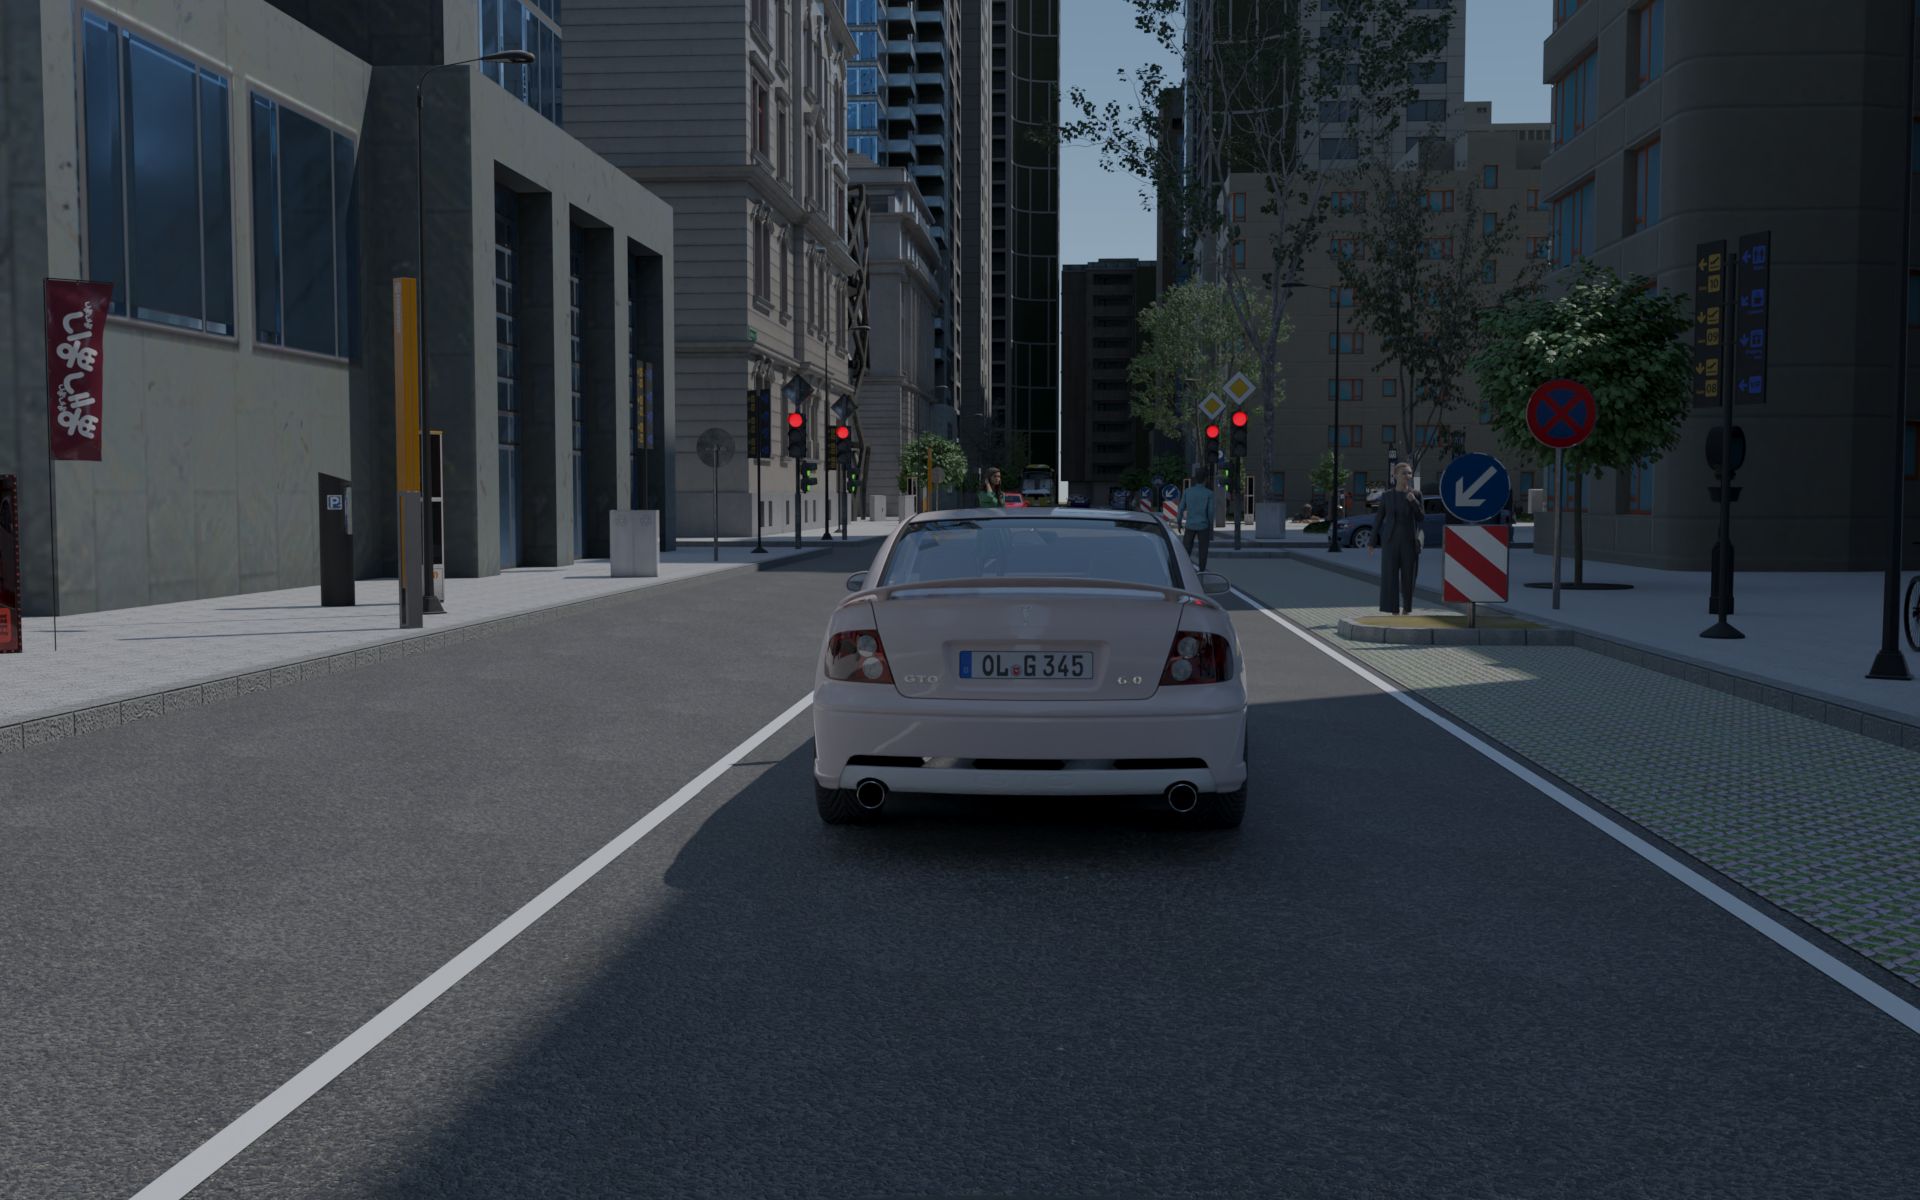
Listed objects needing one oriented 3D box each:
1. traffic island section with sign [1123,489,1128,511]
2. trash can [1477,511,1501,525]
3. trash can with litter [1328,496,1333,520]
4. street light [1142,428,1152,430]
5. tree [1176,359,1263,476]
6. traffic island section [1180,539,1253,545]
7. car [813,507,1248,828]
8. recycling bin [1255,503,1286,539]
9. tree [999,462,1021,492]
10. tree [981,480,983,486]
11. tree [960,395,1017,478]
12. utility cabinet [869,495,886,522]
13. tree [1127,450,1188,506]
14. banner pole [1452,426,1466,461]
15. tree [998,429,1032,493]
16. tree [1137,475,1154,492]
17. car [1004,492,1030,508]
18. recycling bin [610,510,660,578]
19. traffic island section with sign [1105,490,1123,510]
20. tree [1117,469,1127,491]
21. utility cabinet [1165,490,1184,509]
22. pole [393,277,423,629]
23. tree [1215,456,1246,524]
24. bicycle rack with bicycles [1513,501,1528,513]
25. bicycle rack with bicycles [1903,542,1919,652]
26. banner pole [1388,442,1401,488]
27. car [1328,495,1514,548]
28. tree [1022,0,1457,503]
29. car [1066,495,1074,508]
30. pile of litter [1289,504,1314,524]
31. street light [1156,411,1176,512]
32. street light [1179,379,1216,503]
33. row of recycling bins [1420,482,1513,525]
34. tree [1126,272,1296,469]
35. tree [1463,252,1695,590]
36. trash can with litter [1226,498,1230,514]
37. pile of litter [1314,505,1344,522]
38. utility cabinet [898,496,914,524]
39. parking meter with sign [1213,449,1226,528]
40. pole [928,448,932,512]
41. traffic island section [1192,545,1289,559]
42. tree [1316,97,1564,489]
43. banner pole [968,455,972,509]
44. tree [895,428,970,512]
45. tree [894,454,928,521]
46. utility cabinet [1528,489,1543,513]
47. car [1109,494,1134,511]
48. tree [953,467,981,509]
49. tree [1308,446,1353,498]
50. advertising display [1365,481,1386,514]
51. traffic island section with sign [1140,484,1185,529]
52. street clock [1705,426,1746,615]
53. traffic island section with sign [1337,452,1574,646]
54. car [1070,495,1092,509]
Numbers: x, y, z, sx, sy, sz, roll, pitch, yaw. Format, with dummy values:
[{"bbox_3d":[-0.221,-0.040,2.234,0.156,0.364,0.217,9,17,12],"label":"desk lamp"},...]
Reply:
[{"bbox_3d":[10.497,-5.542,99.240,1.989,1.847,2.006,0,4,4],"label":"traffic island section with sign"},{"bbox_3d":[11.253,-1.554,37.061,0.748,1.137,0.748,0,3,0],"label":"trash can"},{"bbox_3d":[13.448,-3.133,62.280,1.678,1.210,2.233,0,4,6],"label":"trash can with litter"},{"bbox_3d":[13.578,-9.165,122.395,1.470,5.913,1.316,0,4,4],"label":"street light"},{"bbox_3d":[13.368,-8.571,90.501,4.737,8.622,4.395,0,3,0],"label":"tree"},{"bbox_3d":[6.925,-1.551,47.642,2.009,0.180,2.903,0,4,4],"label":"traffic island section"},{"bbox_3d":[0.385,0.214,8.856,2.083,1.381,4.827,0,4,3],"label":"car"},{"bbox_3d":[8.887,-2.264,49.564,0.722,1.027,0.722,2,4,25],"label":"recycling bin"},{"bbox_3d":[5.009,-11.948,179.070,4.285,4.588,4.351,0,3,0],"label":"tree"},{"bbox_3d":[0.937,-7.967,124.864,1.663,3.219,1.824,0,3,0],"label":"tree"},{"bbox_3d":[2.199,-10.943,129.285,4.360,8.622,3.978,0,3,0],"label":"tree"},{"bbox_3d":[-3.834,-4.270,80.971,0.306,1.237,1.020,2,4,30],"label":"utility cabinet"},{"bbox_3d":[15.395,-8.821,127.934,4.285,4.588,4.351,0,3,0],"label":"tree"},{"bbox_3d":[18.316,-4.500,63.590,0.863,3.779,0.401,-2,4,-33],"label":"banner pole"},{"bbox_3d":[6.179,-14.797,192.294,4.737,8.622,4.395,0,3,0],"label":"tree"},{"bbox_3d":[16.862,-9.993,157.982,1.663,3.219,1.824,0,3,0],"label":"tree"},{"bbox_3d":[2.234,-4.441,81.645,2.155,1.783,4.494,0,4,4],"label":"car"},{"bbox_3d":[-5.058,-0.881,26.958,0.722,1.027,0.722,0,4,-7],"label":"recycling bin"},{"bbox_3d":[15.790,-10.245,176.138,1.989,1.847,2.006,0,4,4],"label":"traffic island section with sign"},{"bbox_3d":[19.200,-12.773,192.556,4.285,4.588,4.351,0,3,0],"label":"tree"},{"bbox_3d":[13.263,-6.012,106.975,1.173,1.500,0.318,-2,4,-25],"label":"utility cabinet"},{"bbox_3d":[-5.252,-1.384,16.476,0.158,3.312,0.155,0,3,0],"label":"pole"},{"bbox_3d":[11.747,-4.837,73.680,1.663,3.219,1.824,0,3,0],"label":"tree"},{"bbox_3d":[28.183,-4.667,89.686,2.852,0.926,2.925,2,4,35],"label":"bicycle rack with bicycles"},{"bbox_3d":[8.424,0.046,12.627,2.852,0.926,2.925,1,4,18],"label":"bicycle rack with bicycles"},{"bbox_3d":[20.875,-5.693,83.095,0.401,3.779,0.863,-3,5,-40],"label":"banner pole"},{"bbox_3d":[11.476,-1.913,43.272,4.499,1.417,2.014,0,4,2],"label":"car"},{"bbox_3d":[8.904,-12.264,56.404,12.611,20.169,13.585,0,3,0],"label":"tree"},{"bbox_3d":[11.715,-9.938,174.842,2.083,1.381,4.827,0,4,3],"label":"car"},{"bbox_3d":[15.273,-3.784,75.829,1.719,0.858,1.176,1,4,11],"label":"pile of litter"},{"bbox_3d":[11.753,-7.558,96.117,1.470,5.913,1.316,0,4,4],"label":"street light"},{"bbox_3d":[9.736,-5.963,70.033,1.470,5.913,1.316,0,4,4],"label":"street light"},{"bbox_3d":[17.470,-3.229,59.915,3.534,1.692,1.069,-1,4,-18],"label":"row of recycling bins"},{"bbox_3d":[11.381,-9.437,80.053,9.928,11.665,9.643,0,3,0],"label":"tree"},{"bbox_3d":[8.588,-2.449,23.753,4.285,4.588,4.351,0,3,0],"label":"tree"},{"bbox_3d":[13.590,-4.711,88.408,1.055,1.170,0.624,-3,5,-42],"label":"trash can with litter"},{"bbox_3d":[14.929,-3.286,67.695,1.719,0.858,1.176,0,4,1],"label":"pile of litter"},{"bbox_3d":[-2.204,-3.664,71.062,0.306,1.237,1.020,1,4,21],"label":"utility cabinet"},{"bbox_3d":[10.001,-4.317,66.838,0.543,3.016,1.738,0,4,3],"label":"parking meter with sign"},{"bbox_3d":[-1.336,-5.074,76.802,0.158,3.312,0.155,0,3,0],"label":"pole"},{"bbox_3d":[6.376,-1.064,39.676,2.009,0.180,2.903,0,4,4],"label":"traffic island section"},{"bbox_3d":[8.703,-5.024,32.503,4.360,8.622,3.978,0,3,0],"label":"tree"},{"bbox_3d":[0.633,-7.381,110.699,0.401,3.779,0.863,-1,4,-15],"label":"banner pole"},{"bbox_3d":[-1.521,-6.272,86.267,4.285,4.588,4.351,0,3,0],"label":"tree"},{"bbox_3d":[-2.508,-5.386,82.662,1.663,3.219,1.824,0,3,0],"label":"tree"},{"bbox_3d":[26.616,-4.319,79.289,1.173,1.500,0.318,-1,4,-15],"label":"utility cabinet"},{"bbox_3d":[13.004,-7.769,139.019,2.014,1.417,4.499,0,4,4],"label":"car"},{"bbox_3d":[0.134,-7.565,118.290,1.663,3.219,1.824,0,3,0],"label":"tree"},{"bbox_3d":[14.895,-4.628,70.267,1.663,3.219,1.824,0,3,0],"label":"tree"},{"bbox_3d":[20.755,-4.974,86.539,0.974,1.923,0.123,1,4,20],"label":"advertising display"},{"bbox_3d":[8.618,-3.887,72.183,1.989,1.847,2.006,0,4,4],"label":"traffic island section with sign"},{"bbox_3d":[8.129,-0.848,18.428,0.471,2.002,0.358,-3,5,-41],"label":"street clock"},{"bbox_3d":[4.835,-0.526,17.227,1.989,1.847,2.006,0,4,4],"label":"traffic island section with sign"},{"bbox_3d":[10.525,-8.482,151.255,1.945,1.354,3.894,0,4,6],"label":"car"}]
